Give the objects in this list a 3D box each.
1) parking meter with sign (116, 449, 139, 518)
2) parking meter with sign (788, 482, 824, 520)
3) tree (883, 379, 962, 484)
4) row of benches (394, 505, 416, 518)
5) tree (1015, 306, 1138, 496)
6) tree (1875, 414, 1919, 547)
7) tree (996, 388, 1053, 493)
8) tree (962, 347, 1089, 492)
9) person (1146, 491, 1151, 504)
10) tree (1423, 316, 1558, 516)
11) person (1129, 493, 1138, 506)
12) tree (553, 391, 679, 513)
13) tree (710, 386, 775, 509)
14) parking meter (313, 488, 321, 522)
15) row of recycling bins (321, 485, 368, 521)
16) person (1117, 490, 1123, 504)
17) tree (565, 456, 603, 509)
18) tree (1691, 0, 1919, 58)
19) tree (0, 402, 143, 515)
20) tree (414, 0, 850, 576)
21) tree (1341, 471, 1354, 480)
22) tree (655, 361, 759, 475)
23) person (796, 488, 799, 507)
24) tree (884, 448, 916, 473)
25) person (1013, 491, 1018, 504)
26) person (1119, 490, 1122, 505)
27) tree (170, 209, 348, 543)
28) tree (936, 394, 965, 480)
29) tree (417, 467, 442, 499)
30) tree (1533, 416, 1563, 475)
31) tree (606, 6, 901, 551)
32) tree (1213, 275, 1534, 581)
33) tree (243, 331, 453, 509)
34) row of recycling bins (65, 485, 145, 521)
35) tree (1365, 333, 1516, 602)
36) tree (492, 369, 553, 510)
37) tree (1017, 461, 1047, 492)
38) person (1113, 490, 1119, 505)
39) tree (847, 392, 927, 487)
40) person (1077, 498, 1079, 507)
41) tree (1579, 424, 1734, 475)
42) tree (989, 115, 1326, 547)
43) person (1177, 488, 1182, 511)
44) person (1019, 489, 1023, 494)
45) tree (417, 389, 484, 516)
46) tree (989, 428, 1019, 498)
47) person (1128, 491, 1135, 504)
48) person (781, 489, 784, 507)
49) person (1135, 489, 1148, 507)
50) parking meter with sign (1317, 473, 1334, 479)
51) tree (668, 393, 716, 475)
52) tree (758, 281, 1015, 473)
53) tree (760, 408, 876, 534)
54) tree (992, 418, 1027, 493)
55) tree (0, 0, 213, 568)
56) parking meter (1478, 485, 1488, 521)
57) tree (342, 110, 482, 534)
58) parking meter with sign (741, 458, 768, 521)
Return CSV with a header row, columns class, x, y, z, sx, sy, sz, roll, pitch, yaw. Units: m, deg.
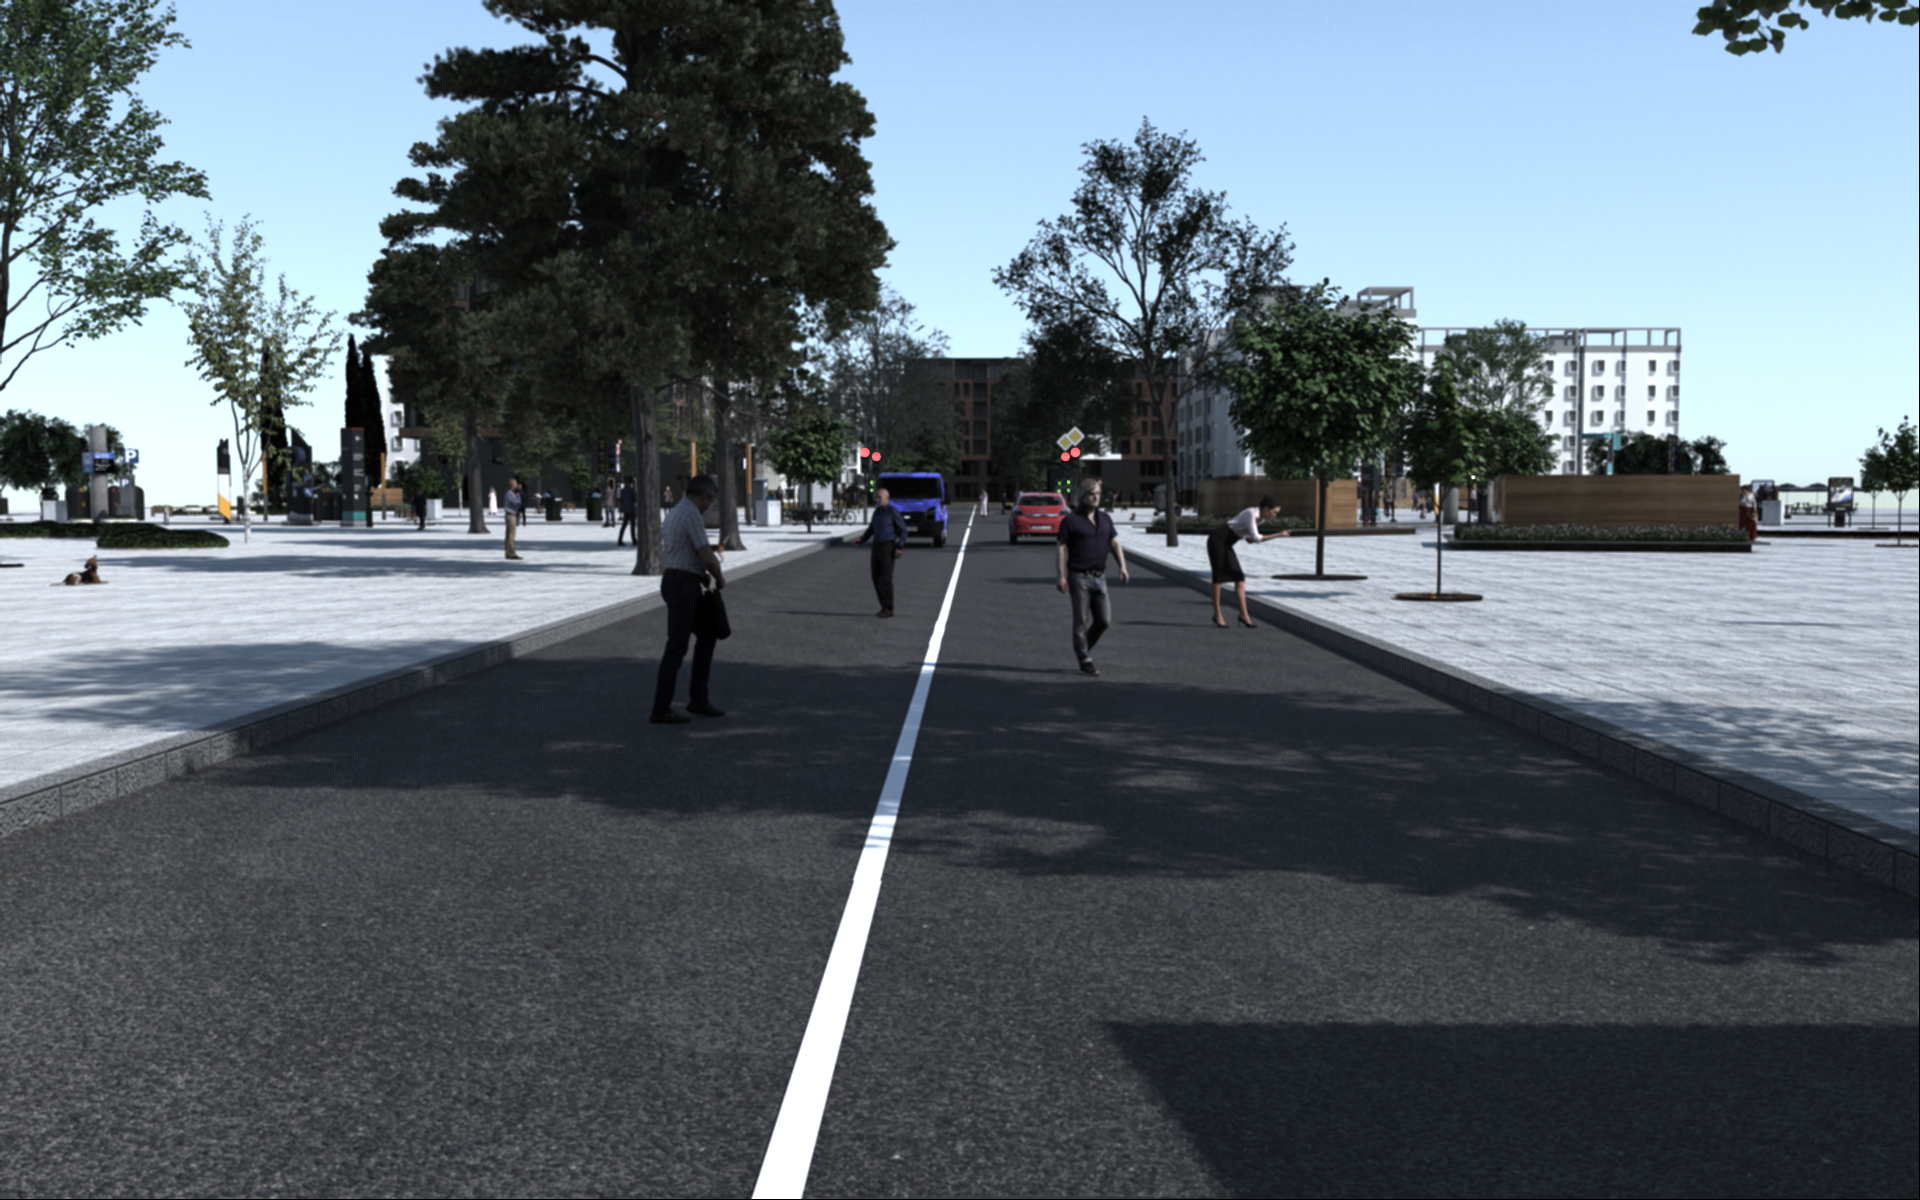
class,x,y,z,sx,sy,sz,roll,pitch,yaw
parking meter with sign,-32.038,-4.301,66.584,0.543,3.016,1.738,-1,4,-13
parking meter with sign,-7.515,-5.393,84.429,1.738,3.016,0.543,0,4,-5
tree,-4.100,-16.987,184.385,9.857,13.997,8.962,0,3,0
row of benches,-30.050,-4.812,94.145,1.422,0.672,4.104,-2,4,-28
tree,6.706,-12.268,110.958,12.009,13.543,11.850,0,3,0
tree,22.890,-2.893,41.896,1.663,3.219,1.824,0,3,0
tree,6.811,-15.289,172.032,6.751,12.117,7.091,0,3,0
tree,7.070,-14.886,150.040,9.857,13.997,8.962,0,3,0
person,24.958,-13.555,228.388,0.721,1.743,1.217,-3,5,-41
tree,30.748,-10.700,100.703,9.928,11.665,9.643,0,3,0
person,18.319,-10.635,183.191,1.065,1.426,0.557,2,4,34
tree,-23.116,-12.232,118.120,7.486,12.596,7.792,0,3,0
tree,-18.354,-13.159,149.562,7.601,10.594,8.767,-1,4,-9
parking meter,-29.168,-4.288,78.527,0.372,1.533,0.369,0,3,0
row of recycling bins,-29.375,-4.632,82.844,3.534,1.692,1.069,3,5,40
person,21.019,-13.677,229.628,1.348,1.831,0.705,2,4,33
tree,-32.590,-10.202,150.520,4.285,4.588,4.351,0,3,0
tree,5.467,-5.391,6.273,7.486,12.596,7.792,0,3,0
tree,-58.310,-8.752,106.008,11.467,7.101,20.602,-1,4,-10
tree,-4.964,-6.418,26.998,6.751,12.117,7.091,0,3,0
tree,29.669,-8.407,132.053,1.663,3.219,1.824,0,3,0
tree,-19.191,-13.780,135.669,12.009,13.543,11.850,0,3,0
person,-19.040,-12.163,204.920,0.705,1.823,1.348,-2,4,-27
tree,-4.682,-8.434,121.614,4.285,4.588,4.351,0,3,0
person,7.060,-13.036,220.099,0.541,1.710,0.530,2,4,32
person,18.207,-11.650,197.341,0.721,1.723,1.217,0,4,5
tree,-18.560,-5.804,45.258,4.737,8.622,4.395,0,3,0
tree,-2.757,-17.759,197.787,7.806,13.903,7.818,0,3,0
tree,-37.207,-7.771,121.659,1.663,3.219,1.824,0,3,0
tree,19.012,-4.673,60.114,4.285,4.588,4.351,0,3,0
tree,-5.387,-8.062,39.240,7.806,13.903,7.818,0,3,0
tree,5.404,-2.596,26.157,4.285,4.588,4.351,0,3,0
tree,-53.299,-15.026,147.503,18.604,14.587,13.155,0,4,2
row of recycling bins,-40.861,-4.625,82.738,1.069,1.692,3.534,3,5,41
tree,5.836,-1.607,20.882,1.663,3.219,1.824,0,3,0
tree,-33.426,-13.413,137.427,7.486,12.596,7.792,0,3,0
tree,7.073,-11.017,163.848,4.285,4.588,4.351,0,3,0
person,18.630,-12.460,209.779,1.348,1.821,0.705,2,4,29
tree,-5.235,-10.154,116.374,4.360,8.622,3.978,0,3,0
person,9.427,-8.040,139.964,0.387,1.526,0.523,0,4,-7
tree,56.171,-10.873,140.682,11.467,7.101,20.602,0,4,-4
tree,5.144,-6.591,42.176,8.767,10.594,7.601,-1,4,-8
person,16.961,-7.778,133.919,0.504,1.737,0.576,0,4,0
person,7.165,-11.894,200.385,0.709,1.838,0.599,-2,4,-30
tree,-29.847,-9.301,102.432,4.737,8.622,4.395,0,3,0
tree,7.228,-19.473,225.804,7.806,13.903,7.818,0,3,0
person,21.963,-13.138,221.574,1.217,1.735,0.721,3,4,39
person,-17.505,-9.958,169.534,0.721,1.739,1.217,1,4,23
person,18.645,-10.489,177.535,1.348,1.824,0.705,1,4,20
parking meter with sign,14.664,-4.482,69.538,0.543,3.016,1.738,-1,4,-8
tree,-18.776,-10.696,125.245,4.737,8.622,4.395,0,3,0
tree,-4.427,-11.437,97.361,12.009,13.543,11.850,0,3,0
tree,-4.859,-4.460,56.630,4.285,4.588,4.351,0,3,0
tree,6.942,-15.772,183.624,9.928,11.665,9.643,0,3,0
tree,-17.044,-6.366,29.837,9.928,11.665,9.643,0,3,0
parking meter,21.669,-4.041,71.775,0.255,1.863,0.399,-1,4,-9
tree,-15.834,-9.098,56.176,7.806,13.903,7.818,0,3,0
parking meter with sign,-9.647,-5.337,83.519,1.738,3.016,0.543,2,4,26
